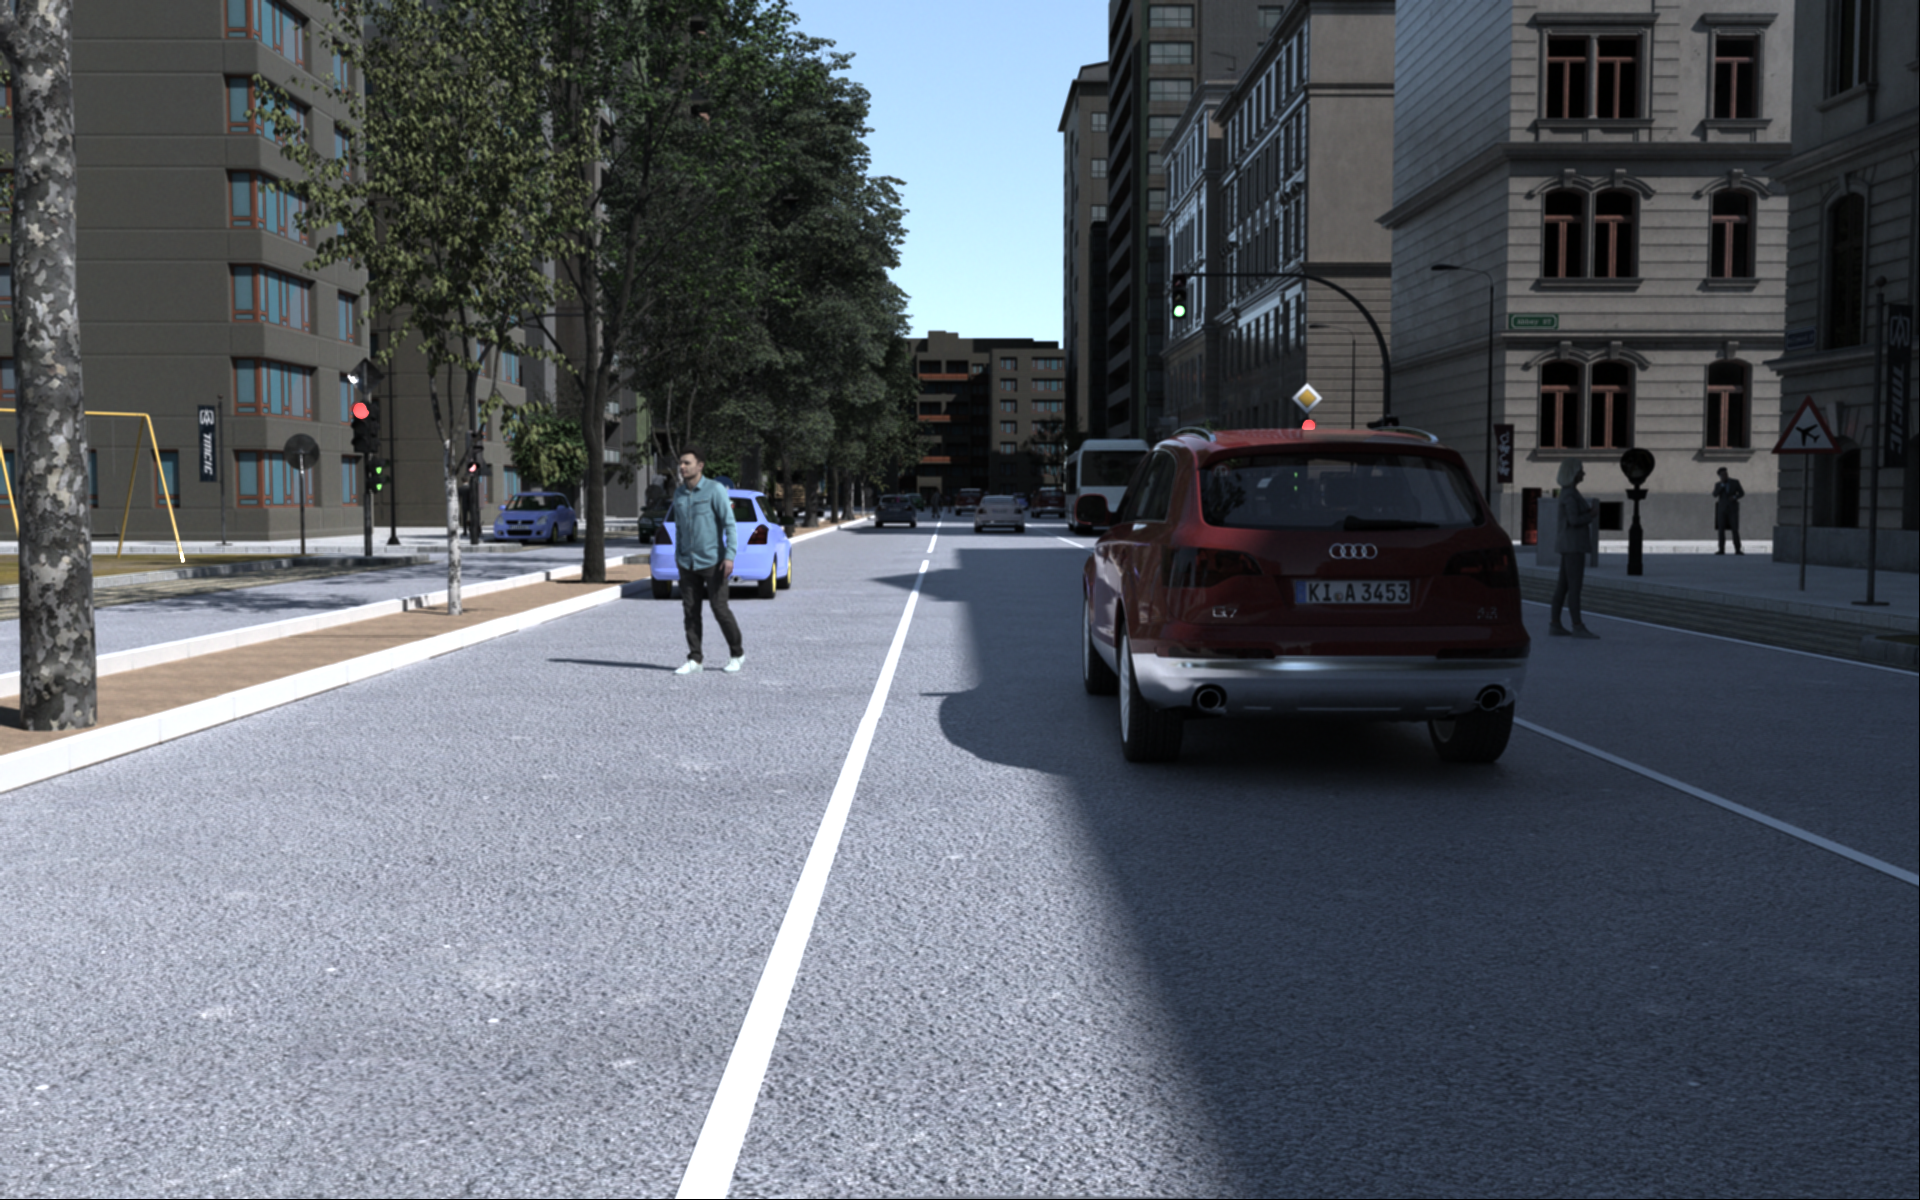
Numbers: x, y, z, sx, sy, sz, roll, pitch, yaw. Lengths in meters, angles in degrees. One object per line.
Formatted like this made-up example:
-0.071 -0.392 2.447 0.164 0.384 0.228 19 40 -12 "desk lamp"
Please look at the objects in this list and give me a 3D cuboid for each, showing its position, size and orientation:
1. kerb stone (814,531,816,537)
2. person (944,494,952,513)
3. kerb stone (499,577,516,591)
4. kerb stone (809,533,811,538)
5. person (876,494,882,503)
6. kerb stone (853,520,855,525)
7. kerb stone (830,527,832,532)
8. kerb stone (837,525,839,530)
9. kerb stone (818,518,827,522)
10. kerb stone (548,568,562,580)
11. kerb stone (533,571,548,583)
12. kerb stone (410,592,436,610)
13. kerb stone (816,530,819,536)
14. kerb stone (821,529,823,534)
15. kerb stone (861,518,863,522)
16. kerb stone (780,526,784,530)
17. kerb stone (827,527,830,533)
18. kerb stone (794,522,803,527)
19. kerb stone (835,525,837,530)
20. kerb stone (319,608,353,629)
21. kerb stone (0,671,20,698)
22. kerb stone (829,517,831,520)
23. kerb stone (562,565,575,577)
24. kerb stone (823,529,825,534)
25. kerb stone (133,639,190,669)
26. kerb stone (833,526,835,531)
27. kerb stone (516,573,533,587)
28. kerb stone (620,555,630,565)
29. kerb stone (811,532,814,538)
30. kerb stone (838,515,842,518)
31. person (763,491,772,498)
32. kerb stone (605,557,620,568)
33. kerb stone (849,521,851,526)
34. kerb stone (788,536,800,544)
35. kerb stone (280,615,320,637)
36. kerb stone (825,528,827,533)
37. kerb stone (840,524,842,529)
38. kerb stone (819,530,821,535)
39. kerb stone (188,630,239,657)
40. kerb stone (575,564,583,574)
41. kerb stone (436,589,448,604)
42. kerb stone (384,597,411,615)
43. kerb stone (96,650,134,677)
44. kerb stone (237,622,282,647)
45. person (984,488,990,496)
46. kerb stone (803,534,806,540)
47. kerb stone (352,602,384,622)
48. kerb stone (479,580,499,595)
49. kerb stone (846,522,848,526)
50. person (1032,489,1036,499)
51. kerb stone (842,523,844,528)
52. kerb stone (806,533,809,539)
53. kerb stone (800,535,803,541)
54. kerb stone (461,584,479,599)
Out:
-4.922 -2.138 57.151 0.120 0.150 1.000 0 4 0 "kerb stone"
-0.886 -7.336 131.682 0.697 1.427 0.421 -3 4 -38 "person"
-6.843 -0.214 25.837 0.120 0.150 1.000 0 4 0 "kerb stone"
-4.917 -2.008 55.102 0.120 0.150 1.000 0 4 0 "kerb stone"
-9.057 -11.199 194.795 0.628 1.438 0.799 1 4 10 "person"
-5.055 -3.518 79.711 0.120 0.150 1.000 0 4 0 "kerb stone"
-4.961 -2.578 64.339 0.120 0.150 1.000 0 4 0 "kerb stone"
-4.987 -2.828 68.439 0.120 0.150 1.000 0 4 0 "kerb stone"
-7.225 -4.207 90.988 0.120 0.150 1.000 0 4 0 "kerb stone"
-6.858 -0.411 28.921 0.120 0.150 1.000 0 4 0 "kerb stone"
-6.848 -0.348 27.892 0.120 0.150 1.000 0 4 0 "kerb stone"
-6.821 0.028 21.734 0.120 0.150 1.000 0 4 0 "kerb stone"
-4.926 -2.201 58.177 0.120 0.150 1.000 0 4 0 "kerb stone"
-4.941 -2.324 60.235 0.120 0.150 1.000 0 4 0 "kerb stone"
-5.099 -3.957 86.897 0.120 0.150 1.000 0 4 0 "kerb stone"
-7.110 -2.951 70.476 0.120 0.150 1.000 0 4 0 "kerb stone"
-4.954 -2.514 63.307 0.120 0.150 1.000 0 4 0 "kerb stone"
-7.141 -3.322 76.628 0.120 0.150 1.000 0 4 0 "kerb stone"
-4.987 -2.766 67.417 0.120 0.150 1.000 0 4 0 "kerb stone"
-6.797 0.222 18.662 0.120 0.150 1.000 0 4 0 "kerb stone"
-6.754 0.594 12.498 0.120 0.150 1.000 0 4 0 "kerb stone"
-7.247 -4.395 94.054 0.120 0.150 1.000 0 4 0 "kerb stone"
-6.870 -0.475 29.955 0.120 0.150 1.000 0 4 0 "kerb stone"
-4.949 -2.389 61.257 0.120 0.150 1.000 0 4 0 "kerb stone"
-6.768 0.468 14.548 0.120 0.150 1.000 0 4 0 "kerb stone"
-4.979 -2.703 66.391 0.120 0.150 1.000 0 4 0 "kerb stone"
-6.840 -0.284 26.864 0.120 0.150 1.000 0 4 0 "kerb stone"
-6.893 -0.788 35.074 0.120 0.150 1.000 0 4 0 "kerb stone"
-4.921 -2.073 56.125 0.120 0.150 1.000 0 4 0 "kerb stone"
-7.326 -5.210 107.372 0.120 0.150 1.000 0 4 0 "kerb stone"
-16.198 -8.382 143.802 1.217 1.735 0.721 -1 4 -23 "person"
-6.885 -0.725 34.047 0.120 0.150 1.000 0 4 0 "kerb stone"
-5.042 -3.329 76.632 0.120 0.150 1.000 0 4 0 "kerb stone"
-4.892 -1.762 50.998 0.120 0.150 1.000 0 4 0 "kerb stone"
-6.789 0.279 17.633 0.120 0.150 1.000 0 4 0 "kerb stone"
-4.957 -2.445 62.279 0.120 0.150 1.000 0 4 0 "kerb stone"
-5.008 -2.952 70.490 0.120 0.150 1.000 0 4 0 "kerb stone"
-4.945 -2.263 59.212 0.120 0.150 1.000 0 4 0 "kerb stone"
-6.772 0.405 15.574 0.120 0.150 1.000 0 4 0 "kerb stone"
-6.870 -0.537 30.977 0.120 0.150 1.000 0 4 0 "kerb stone"
-6.814 -0.028 22.758 0.120 0.150 1.000 0 4 0 "kerb stone"
-6.811 0.091 20.708 0.120 0.150 1.000 0 4 0 "kerb stone"
-6.765 0.530 13.526 0.120 0.150 1.000 0 4 0 "kerb stone"
-6.783 0.342 16.612 0.120 0.150 1.000 0 4 0 "kerb stone"
2.055 -7.043 123.516 0.599 1.838 0.709 3 4 36 "person"
-4.899 -1.887 53.048 0.120 0.150 1.000 0 4 0 "kerb stone"
-6.800 0.153 19.686 0.120 0.150 1.000 0 4 0 "kerb stone"
-6.836 -0.160 24.808 0.120 0.150 1.000 0 4 0 "kerb stone"
-5.029 -3.204 74.582 0.120 0.150 1.000 0 4 0 "kerb stone"
5.393 -6.960 122.820 0.750 1.759 0.617 1 4 17 "person"
-5.005 -3.015 71.516 0.120 0.150 1.000 0 4 0 "kerb stone"
-4.904 -1.948 54.079 0.120 0.150 1.000 0 4 0 "kerb stone"
-4.896 -1.821 52.020 0.120 0.150 1.000 0 4 0 "kerb stone"
-6.832 -0.097 23.783 0.120 0.150 1.000 0 4 0 "kerb stone"
